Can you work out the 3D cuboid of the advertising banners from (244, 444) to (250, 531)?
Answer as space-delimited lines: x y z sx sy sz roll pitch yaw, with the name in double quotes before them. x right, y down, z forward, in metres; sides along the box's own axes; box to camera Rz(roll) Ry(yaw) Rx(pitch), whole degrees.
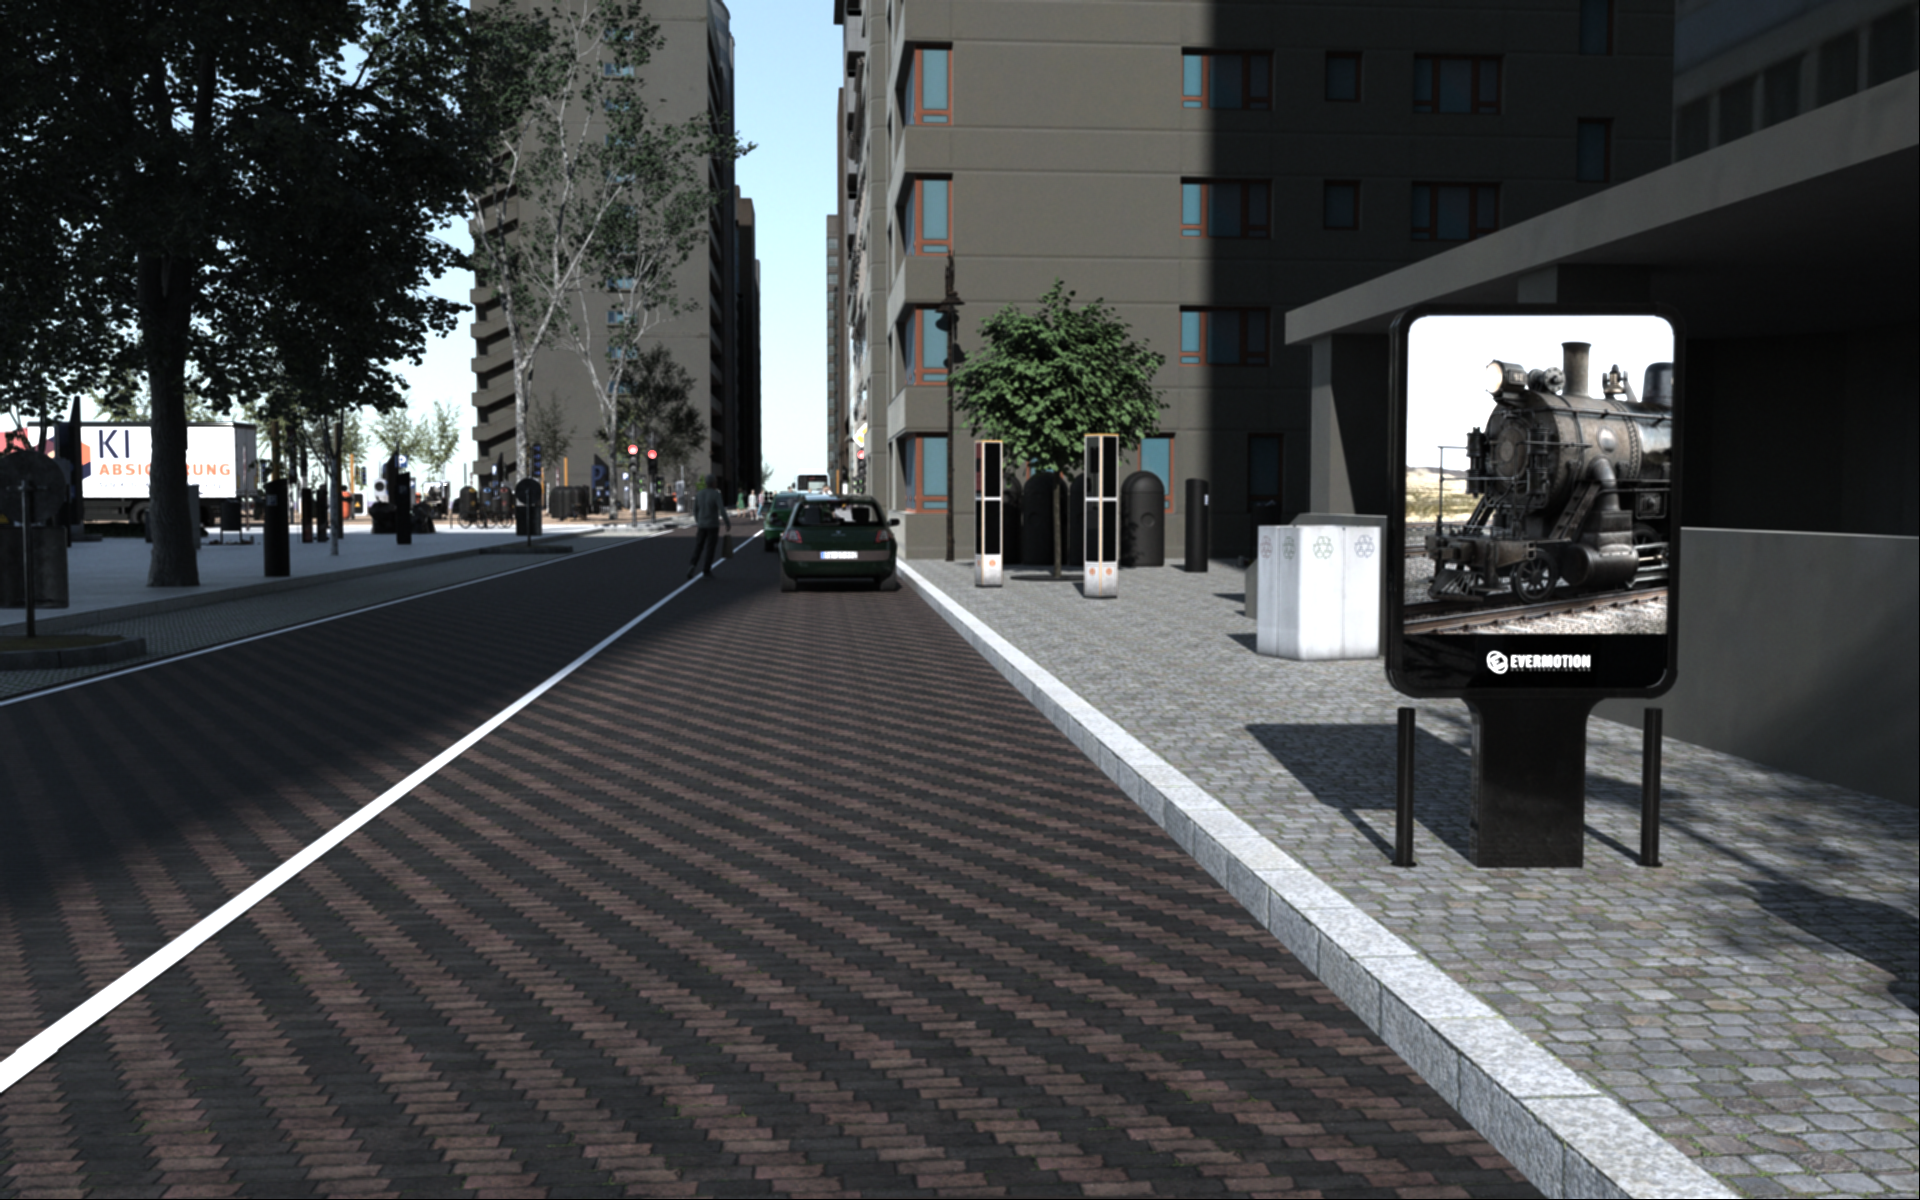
"advertising banners" -25.014 -3.946 60.709 0.090 3.025 2.074 -1 4 -19

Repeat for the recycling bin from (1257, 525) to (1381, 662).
"recycling bin" 2.820 -0.067 13.652 0.722 1.027 0.722 -1 4 -20

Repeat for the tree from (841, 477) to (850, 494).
"tree" -9.782 -9.665 152.632 1.663 3.219 1.824 0 3 0

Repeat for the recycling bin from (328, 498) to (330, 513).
"recycling bin" -42.714 -6.394 117.092 0.722 1.027 0.722 -3 4 -38

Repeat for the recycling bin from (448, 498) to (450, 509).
"recycling bin" -43.090 -8.091 144.838 0.722 1.027 0.722 -2 4 -35

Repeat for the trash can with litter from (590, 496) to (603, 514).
"trash can with litter" -23.854 -6.209 112.897 0.624 1.170 1.055 3 5 40

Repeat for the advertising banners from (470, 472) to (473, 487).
"advertising banners" -39.921 -8.821 140.410 0.090 3.025 2.074 -3 4 -39

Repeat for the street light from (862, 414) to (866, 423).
"street light" -4.382 -6.659 81.660 0.468 5.910 1.993 0 4 -5

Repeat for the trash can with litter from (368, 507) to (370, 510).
"trash can with litter" -47.341 -7.739 137.921 1.055 1.170 0.624 1 4 23

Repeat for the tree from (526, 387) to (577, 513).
"tree" -28.588 -10.375 119.991 4.360 8.622 3.978 0 3 0

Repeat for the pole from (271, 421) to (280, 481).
"pole" -19.042 -3.327 48.241 0.158 3.312 0.155 0 3 0

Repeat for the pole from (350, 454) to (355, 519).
"pole" -30.952 -5.771 88.201 0.158 3.312 0.155 0 3 0

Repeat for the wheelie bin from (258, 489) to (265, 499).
"wheelie bin" -46.330 -6.517 114.458 0.693 1.594 0.980 1 4 19

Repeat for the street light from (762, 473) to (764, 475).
"street light" -34.475 -20.189 302.880 0.468 5.910 1.993 0 4 -5

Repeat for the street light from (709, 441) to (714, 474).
"street light" -21.713 -10.925 151.406 0.468 5.910 1.993 0 4 -5

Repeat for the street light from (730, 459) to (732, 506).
"street light" -24.526 -12.995 185.249 0.468 5.910 1.993 0 4 -5

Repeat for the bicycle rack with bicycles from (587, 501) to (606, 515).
"bicycle rack with bicycles" -23.369 -5.707 106.691 2.852 0.926 2.925 -2 4 -31

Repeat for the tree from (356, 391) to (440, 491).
"tree" -38.807 -10.360 119.746 4.737 8.622 4.395 0 3 0

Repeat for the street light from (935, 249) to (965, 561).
"street light" -0.196 -3.680 32.952 0.468 5.910 1.993 0 4 -5

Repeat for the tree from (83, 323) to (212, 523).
"tree" -35.486 -7.585 74.369 4.737 8.622 4.395 0 3 0

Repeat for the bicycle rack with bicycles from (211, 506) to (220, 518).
"bicycle rack with bicycles" -40.471 -4.871 93.030 2.925 0.926 2.852 -1 4 -16

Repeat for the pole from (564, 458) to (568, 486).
"pole" -21.948 -6.283 96.564 0.158 3.312 0.155 0 3 0

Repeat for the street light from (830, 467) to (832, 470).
"street light" -16.503 -15.472 225.750 0.468 5.910 1.993 0 4 -5

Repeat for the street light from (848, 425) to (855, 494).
"street light" -7.238 -8.753 115.905 0.468 5.910 1.993 0 4 -5

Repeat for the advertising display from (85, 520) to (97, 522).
"advertising display" -40.331 -4.581 80.114 0.974 1.923 0.123 1 4 17

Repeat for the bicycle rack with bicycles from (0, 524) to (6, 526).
"bicycle rack with bicycles" -17.695 -1.030 30.215 2.925 0.926 2.852 -1 4 -10

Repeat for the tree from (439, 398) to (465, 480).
"tree" -39.213 -11.009 130.363 4.737 8.622 4.395 0 3 0

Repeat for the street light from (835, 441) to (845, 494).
"street light" -10.891 -11.303 157.587 0.468 5.910 1.993 0 4 -5

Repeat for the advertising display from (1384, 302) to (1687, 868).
"advertising display" 1.956 -0.044 5.931 0.974 1.923 0.123 0 4 0

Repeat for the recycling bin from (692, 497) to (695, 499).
"recycling bin" -21.366 -7.718 138.746 0.722 1.027 0.722 -1 4 -10

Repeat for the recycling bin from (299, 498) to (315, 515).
"recycling bin" -40.791 -5.849 108.183 0.722 1.027 0.722 1 4 16

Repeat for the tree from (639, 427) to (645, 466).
"tree" -24.516 -11.783 143.018 4.360 8.622 3.978 0 3 0

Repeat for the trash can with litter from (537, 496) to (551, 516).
"trash can with litter" -24.724 -5.565 102.051 1.678 1.210 2.233 2 4 25

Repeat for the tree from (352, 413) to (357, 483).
"tree" -44.628 -10.759 126.265 4.737 8.622 4.395 0 3 0

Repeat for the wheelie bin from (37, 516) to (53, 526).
"wheelie bin" -25.388 -2.456 48.066 0.980 1.594 0.693 0 4 -4

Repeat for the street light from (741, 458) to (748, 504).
"street light" -27.591 -15.122 220.039 0.468 5.910 1.993 0 4 -5

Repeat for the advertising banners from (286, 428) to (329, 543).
"advertising banners" -17.232 -3.028 45.703 0.090 3.025 2.074 1 4 8

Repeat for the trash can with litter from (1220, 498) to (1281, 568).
"trash can with litter" 5.774 -1.192 30.548 2.233 1.210 1.678 1 4 16

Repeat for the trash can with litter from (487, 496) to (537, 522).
"trash can with litter" -21.192 -4.263 80.758 2.233 1.210 1.678 -2 4 -29

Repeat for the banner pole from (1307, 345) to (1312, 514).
"banner pole" 5.503 -2.248 26.768 0.401 3.779 0.863 -1 4 -12

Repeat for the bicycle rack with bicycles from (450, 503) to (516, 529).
"bicycle rack with bicycles" -17.835 -3.159 65.037 2.925 0.926 2.852 2 4 30

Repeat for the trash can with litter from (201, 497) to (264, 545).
"trash can with litter" -18.875 -2.018 44.044 2.233 1.210 1.678 0 4 3

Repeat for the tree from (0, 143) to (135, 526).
"tree" -18.970 -5.179 35.037 4.360 8.622 3.978 0 3 0

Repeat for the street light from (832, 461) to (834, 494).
"street light" -13.654 -13.373 191.434 0.468 5.910 1.993 0 4 -5

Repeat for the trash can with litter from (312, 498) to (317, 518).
"trash can with litter" -34.049 -4.913 91.716 1.055 1.170 0.624 -1 4 -8

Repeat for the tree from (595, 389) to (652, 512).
"tree" -23.050 -10.403 120.458 4.737 8.622 4.395 0 3 0

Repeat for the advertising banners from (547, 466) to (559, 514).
"advertising banners" -25.877 -6.977 110.254 0.090 3.025 2.074 -2 4 -33

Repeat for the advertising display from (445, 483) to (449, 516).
"advertising display" -30.283 -5.930 102.172 0.123 1.923 0.974 -1 4 -8

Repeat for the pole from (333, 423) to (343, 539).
"pole" -17.853 -3.418 49.725 0.158 3.312 0.155 0 3 0

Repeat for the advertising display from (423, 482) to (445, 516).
"advertising display" -27.726 -5.254 91.118 0.974 1.923 0.123 0 4 1

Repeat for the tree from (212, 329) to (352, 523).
"tree" -29.546 -7.665 75.689 4.737 8.622 4.395 0 3 0

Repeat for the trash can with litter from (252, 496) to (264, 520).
"trash can with litter" -34.068 -4.470 84.475 1.055 1.170 0.624 3 5 44

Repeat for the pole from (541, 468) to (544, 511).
"pole" -32.295 -8.573 134.015 0.158 3.312 0.155 0 3 0

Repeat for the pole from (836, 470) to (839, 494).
"pole" -10.278 -9.273 145.459 0.158 3.312 0.155 0 3 0
